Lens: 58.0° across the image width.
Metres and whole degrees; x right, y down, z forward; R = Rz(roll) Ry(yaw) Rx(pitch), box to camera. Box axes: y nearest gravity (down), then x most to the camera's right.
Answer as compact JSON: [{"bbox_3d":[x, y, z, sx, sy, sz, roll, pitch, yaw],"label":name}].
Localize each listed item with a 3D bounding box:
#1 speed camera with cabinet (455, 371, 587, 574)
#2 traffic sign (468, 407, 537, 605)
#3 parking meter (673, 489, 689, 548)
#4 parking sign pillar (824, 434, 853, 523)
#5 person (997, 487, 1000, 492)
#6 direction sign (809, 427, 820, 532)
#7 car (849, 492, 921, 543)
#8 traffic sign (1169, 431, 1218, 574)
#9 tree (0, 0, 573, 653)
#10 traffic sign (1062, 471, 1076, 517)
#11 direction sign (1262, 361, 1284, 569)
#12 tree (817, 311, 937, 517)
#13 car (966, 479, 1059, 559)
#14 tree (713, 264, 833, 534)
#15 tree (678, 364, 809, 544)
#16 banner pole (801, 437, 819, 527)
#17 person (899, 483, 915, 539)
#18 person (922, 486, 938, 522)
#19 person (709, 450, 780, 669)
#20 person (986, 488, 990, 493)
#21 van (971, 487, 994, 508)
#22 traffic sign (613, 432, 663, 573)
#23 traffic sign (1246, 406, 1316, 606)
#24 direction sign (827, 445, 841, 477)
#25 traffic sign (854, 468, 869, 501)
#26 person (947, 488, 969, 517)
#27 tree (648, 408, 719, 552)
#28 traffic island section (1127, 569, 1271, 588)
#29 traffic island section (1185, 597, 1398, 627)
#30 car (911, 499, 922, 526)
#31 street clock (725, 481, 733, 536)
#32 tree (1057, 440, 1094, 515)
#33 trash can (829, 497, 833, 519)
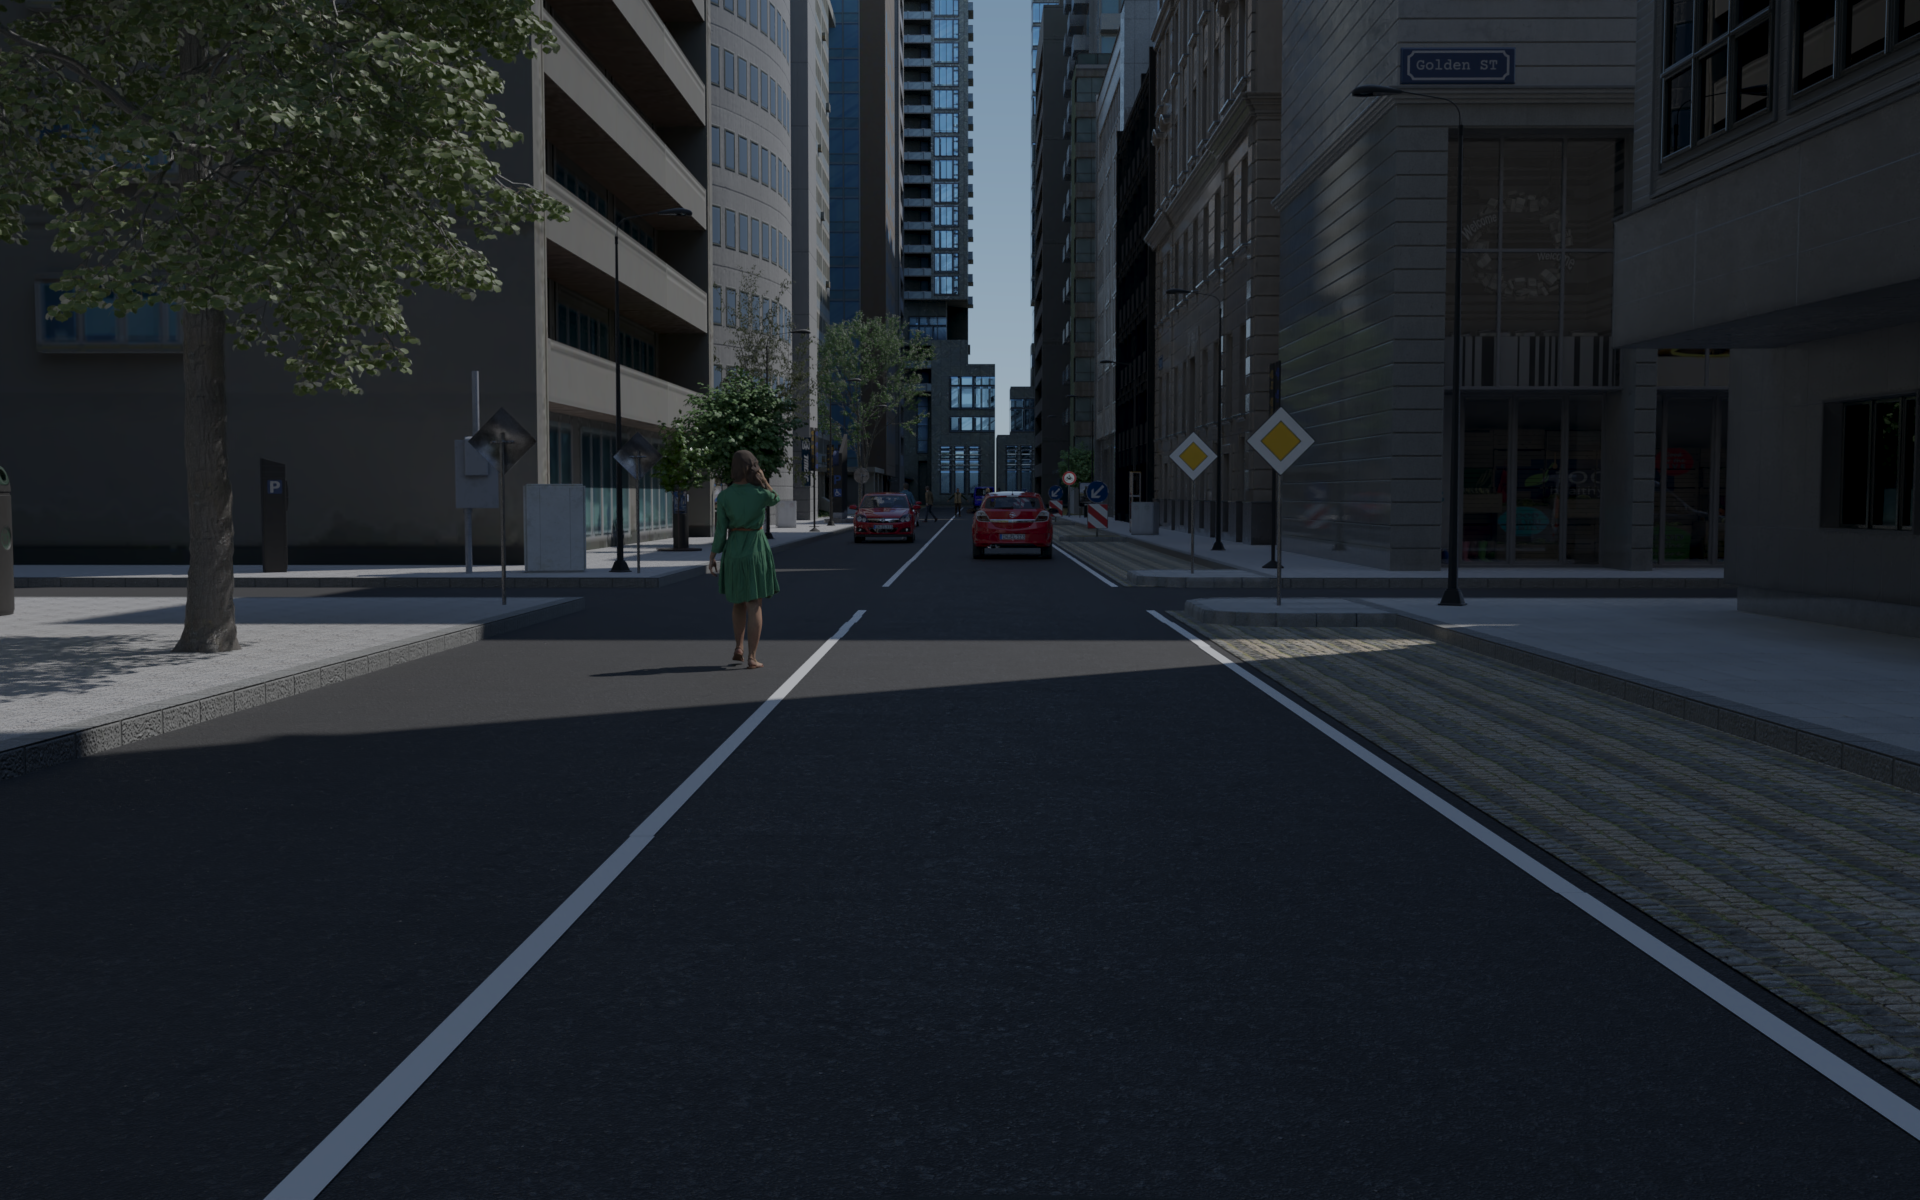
[{"bbox_3d":[-7.167,-2.074,28.253,2.038,3.252,0.660,-1,4,-15],"label":"speed camera with cabinet"},{"bbox_3d":[-5.274,-1.000,19.992,0.795,2.450,0.064,0,4,1],"label":"traffic sign"},{"bbox_3d":[-6.654,-2.009,41.265,0.372,1.533,0.369,0,3,0],"label":"parking meter"},{"bbox_3d":[-5.343,-5.429,77.234,1.447,3.967,1.447,0,4,7],"label":"parking sign pillar"},{"bbox_3d":[2.226,-5.691,101.539,0.794,1.824,0.713,2,4,25],"label":"person"},{"bbox_3d":[-4.967,-4.101,59.053,0.379,3.537,0.876,1,4,11],"label":"direction sign"},{"bbox_3d":[-2.249,-2.641,52.214,2.155,1.783,4.494,0,4,-1],"label":"car"},{"bbox_3d":[3.745,-1.482,27.873,0.795,2.450,0.064,0,4,1],"label":"traffic sign"},{"bbox_3d":[-6.386,-5.876,14.194,7.486,12.596,7.792,0,3,0],"label":"tree"},{"bbox_3d":[6.093,-5.901,96.592,0.768,2.556,0.104,0,4,3],"label":"traffic sign"},{"bbox_3d":[5.419,-2.317,29.875,0.379,3.537,0.876,0,4,-1],"label":"direction sign"},{"bbox_3d":[-5.400,-10.457,96.732,9.928,11.665,9.643,0,3,0],"label":"tree"},{"bbox_3d":[1.206,-1.877,39.729,2.155,1.783,4.494,0,4,2],"label":"car"},{"bbox_3d":[-6.206,-6.418,55.304,4.360,8.622,3.978,0,3,0],"label":"tree"},{"bbox_3d":[-5.511,-3.678,43.854,4.285,4.588,4.351,0,3,0],"label":"tree"},{"bbox_3d":[-5.840,-4.720,67.184,0.863,3.779,0.401,-3,5,-44],"label":"banner pole"},{"bbox_3d":[-1.723,-2.822,54.988,0.601,1.785,0.444,0,4,2],"label":"person"},{"bbox_3d":[-1.546,-4.871,88.044,0.836,1.842,0.656,0,4,-2],"label":"person"},{"bbox_3d":[-1.786,-0.344,14.366,0.600,1.795,0.529,0,4,-7],"label":"person"},{"bbox_3d":[1.755,-5.563,99.679,0.699,1.804,1.509,1,4,23],"label":"person"},{"bbox_3d":[2.079,-8.875,149.486,2.240,2.365,5.245,0,3,0],"label":"van"},{"bbox_3d":[-5.199,-1.488,27.977,0.795,2.450,0.064,0,4,1],"label":"traffic sign"},{"bbox_3d":[3.670,-0.994,19.888,0.795,2.450,0.064,0,4,1],"label":"traffic sign"},{"bbox_3d":[-5.666,-5.338,79.273,0.876,3.537,0.379,1,4,9],"label":"direction sign"},{"bbox_3d":[-4.764,-5.120,83.823,0.768,2.556,0.104,0,4,4],"label":"traffic sign"},{"bbox_3d":[-0.136,-6.185,109.722,1.348,1.812,0.705,0,4,-3],"label":"person"},{"bbox_3d":[-6.294,-2.708,38.883,1.663,3.219,1.824,0,3,0],"label":"tree"},{"bbox_3d":[3.769,-0.347,27.950,2.009,0.180,2.903,0,4,1],"label":"traffic island section"},{"bbox_3d":[3.693,0.142,19.965,2.009,0.180,2.903,0,4,1],"label":"traffic island section"},{"bbox_3d":[-2.728,-4.063,75.467,2.155,1.783,4.494,0,4,1],"label":"car"},{"bbox_3d":[-6.864,-2.900,51.986,0.471,2.002,0.358,-2,4,-26],"label":"street clock"},{"bbox_3d":[7.449,-7.505,106.416,4.285,4.588,4.351,0,3,0],"label":"tree"},{"bbox_3d":[-6.472,-4.793,90.013,0.748,1.137,0.748,0,3,0],"label":"trash can"}]
